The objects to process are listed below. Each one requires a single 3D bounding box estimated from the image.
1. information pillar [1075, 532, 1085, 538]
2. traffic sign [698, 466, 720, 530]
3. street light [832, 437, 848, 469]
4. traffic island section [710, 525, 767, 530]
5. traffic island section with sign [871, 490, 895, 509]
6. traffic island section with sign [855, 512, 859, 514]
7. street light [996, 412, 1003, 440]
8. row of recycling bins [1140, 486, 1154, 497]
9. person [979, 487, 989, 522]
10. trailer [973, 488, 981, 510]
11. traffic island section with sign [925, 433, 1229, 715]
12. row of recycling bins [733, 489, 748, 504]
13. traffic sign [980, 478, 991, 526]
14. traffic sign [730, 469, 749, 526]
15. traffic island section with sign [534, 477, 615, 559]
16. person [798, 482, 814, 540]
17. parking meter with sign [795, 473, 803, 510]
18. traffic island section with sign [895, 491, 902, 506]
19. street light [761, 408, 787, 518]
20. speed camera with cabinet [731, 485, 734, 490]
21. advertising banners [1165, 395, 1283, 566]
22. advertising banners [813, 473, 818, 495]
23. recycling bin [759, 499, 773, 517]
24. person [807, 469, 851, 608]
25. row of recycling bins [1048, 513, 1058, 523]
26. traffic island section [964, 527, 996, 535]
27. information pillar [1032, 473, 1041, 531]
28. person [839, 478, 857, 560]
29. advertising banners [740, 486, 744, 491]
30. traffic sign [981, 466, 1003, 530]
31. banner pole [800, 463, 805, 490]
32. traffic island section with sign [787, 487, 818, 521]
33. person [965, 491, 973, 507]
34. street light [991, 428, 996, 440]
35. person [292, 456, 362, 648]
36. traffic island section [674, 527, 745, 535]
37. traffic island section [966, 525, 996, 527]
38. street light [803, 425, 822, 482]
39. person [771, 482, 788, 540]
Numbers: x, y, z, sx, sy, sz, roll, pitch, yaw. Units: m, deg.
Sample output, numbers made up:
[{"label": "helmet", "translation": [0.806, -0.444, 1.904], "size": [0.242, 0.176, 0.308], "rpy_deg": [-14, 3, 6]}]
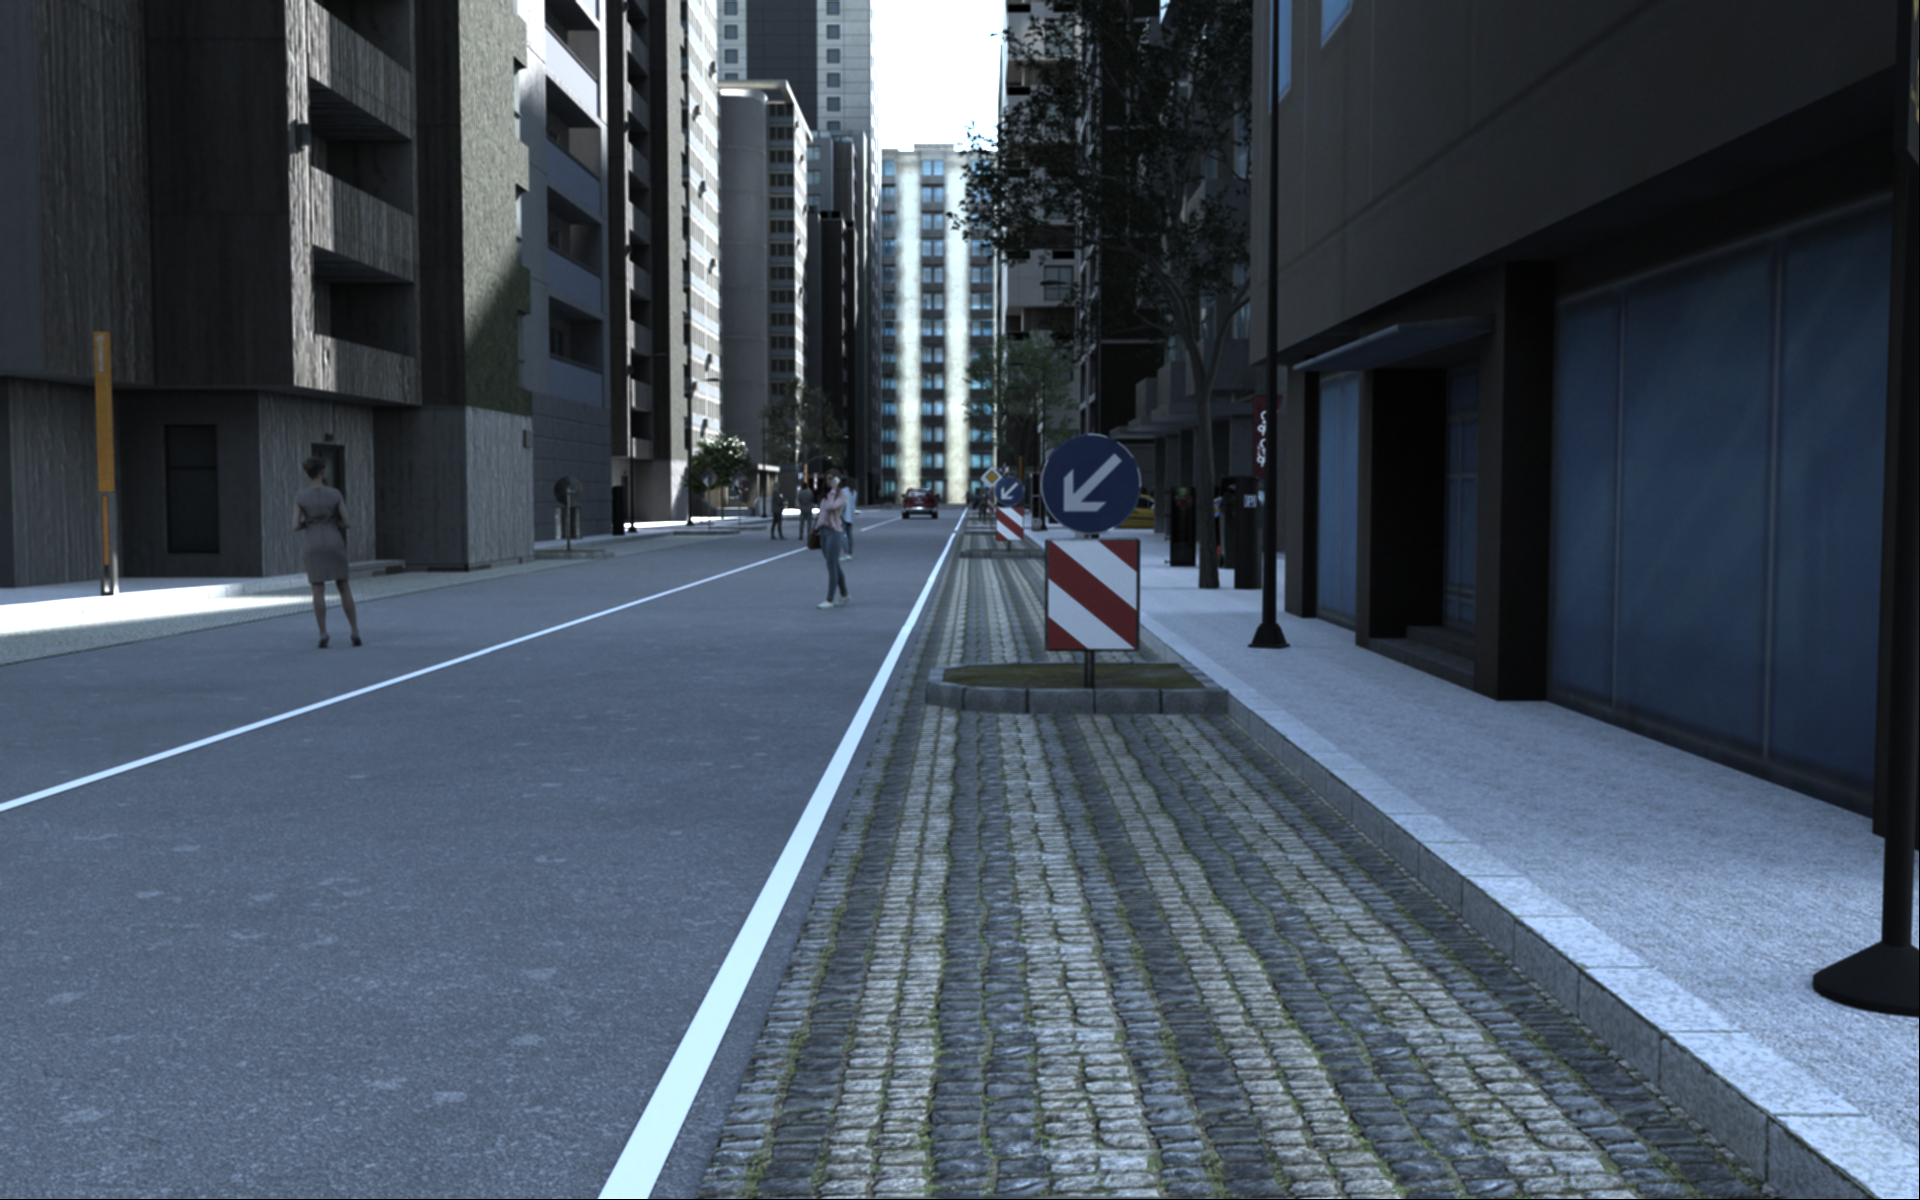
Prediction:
[{"label": "information pillar", "translation": [3.127, -2.403, 43.776], "size": [0.304, 2.012, 0.304], "rpy_deg": [3, 5, 44]}, {"label": "traffic sign", "translation": [-8.912, -3.539, 61.499], "size": [0.795, 2.450, 0.064], "rpy_deg": [0, 4, 0]}, {"label": "street light", "translation": [-9.731, -10.241, 139.987], "size": [1.470, 5.913, 1.316], "rpy_deg": [0, 4, 0]}, {"label": "traffic island section", "translation": [-8.872, -2.891, 69.546], "size": [2.009, 0.180, 2.903], "rpy_deg": [0, 4, 0]}, {"label": "traffic island section with sign", "translation": [-7.732, -9.953, 171.362], "size": [1.989, 1.847, 2.006], "rpy_deg": [0, 4, 0]}, {"label": "traffic island section with sign", "translation": [-8.134, -6.914, 121.667], "size": [1.989, 1.847, 2.006], "rpy_deg": [0, 4, 0]}, {"label": "street light", "translation": [2.935, -7.667, 97.904], "size": [1.470, 5.913, 1.316], "rpy_deg": [0, 4, 0]}, {"label": "row of recycling bins", "translation": [8.057, -4.578, 81.963], "size": [3.534, 1.692, 1.069], "rpy_deg": [0, 4, -4]}, {"label": "person", "translation": [1.227, -4.892, 88.660], "size": [0.537, 1.800, 0.526], "rpy_deg": [0, 4, 8]}, {"label": "trailer", "translation": [1.946, -9.340, 159.753], "size": [1.471, 1.999, 3.904], "rpy_deg": [0, 4, 2]}, {"label": "traffic island section with sign", "translation": [0.761, -0.215, 12.151], "size": [1.989, 1.847, 2.006], "rpy_deg": [0, 4, 0]}, {"label": "row of recycling bins", "translation": [-16.571, -7.627, 131.813], "size": [3.534, 1.692, 1.069], "rpy_deg": [0, 4, 7]}, {"label": "traffic sign", "translation": [1.195, -4.021, 69.383], "size": [0.795, 2.450, 0.064], "rpy_deg": [0, 4, 0]}, {"label": "traffic sign", "translation": [-8.848, -4.027, 69.484], "size": [0.795, 2.450, 0.064], "rpy_deg": [0, 4, 0]}, {"label": "traffic island section with sign", "translation": [-8.795, -1.834, 38.606], "size": [1.989, 1.847, 2.006], "rpy_deg": [0, 4, 0]}, {"label": "person", "translation": [-4.856, -2.808, 54.594], "size": [0.511, 1.800, 0.466], "rpy_deg": [-1, 4, -10]}, {"label": "parking meter with sign", "translation": [-13.054, -8.855, 141.046], "size": [0.543, 3.016, 1.738], "rpy_deg": [0, 4, 5]}, {"label": "traffic island section with sign", "translation": [-7.501, -11.662, 199.304], "size": [1.989, 1.847, 2.006], "rpy_deg": [0, 4, 0]}, {"label": "street light", "translation": [-10.032, -7.393, 93.411], "size": [1.470, 5.913, 1.316], "rpy_deg": [0, 4, 0]}, {"label": "speed camera with cabinet", "translation": [-16.767, -8.557, 134.238], "size": [2.038, 3.252, 0.660], "rpy_deg": [0, 4, 5]}, {"label": "advertising banners", "translation": [4.675, -2.109, 30.671], "size": [2.074, 3.025, 0.090], "rpy_deg": [0, 4, -3]}, {"label": "advertising banners", "translation": [-12.457, -8.951, 142.540], "size": [2.074, 3.025, 0.090], "rpy_deg": [2, 4, 34]}, {"label": "recycling bin", "translation": [-10.848, -5.199, 97.553], "size": [0.722, 1.027, 0.722], "rpy_deg": [1, 4, 21]}, {"label": "person", "translation": [-1.587, -0.784, 21.904], "size": [0.643, 1.750, 0.593], "rpy_deg": [-2, 4, -35]}, {"label": "row of recycling bins", "translation": [5.651, -4.217, 76.069], "size": [3.534, 1.692, 1.069], "rpy_deg": [0, 4, -1]}, {"label": "traffic island section", "translation": [1.155, -2.397, 61.475], "size": [2.009, 0.180, 2.903], "rpy_deg": [0, 4, 0]}, {"label": "information pillar", "translation": [2.644, -3.391, 59.942], "size": [0.304, 2.012, 0.304], "rpy_deg": [0, 4, 8]}, {"label": "person", "translation": [-2.452, -1.764, 37.613], "size": [0.793, 1.790, 0.793], "rpy_deg": [0, 4, 1]}, {"label": "advertising banners", "translation": [-16.161, -8.383, 133.250], "size": [2.074, 3.025, 0.090], "rpy_deg": [-2, 4, -32]}, {"label": "traffic sign", "translation": [1.131, -3.532, 61.398], "size": [0.795, 2.450, 0.064], "rpy_deg": [0, 4, 0]}, {"label": "banner pole", "translation": [-12.619, -9.152, 139.645], "size": [0.863, 3.779, 0.401], "rpy_deg": [0, 4, 3]}, {"label": "traffic island section with sign", "translation": [-8.346, -5.230, 94.146], "size": [1.989, 1.847, 2.006], "rpy_deg": [0, 4, 0]}, {"label": "person", "translation": [0.919, -11.037, 189.734], "size": [0.721, 1.735, 1.217], "rpy_deg": [-3, 5, -44]}, {"label": "street light", "translation": [3.082, -9.092, 121.192], "size": [1.470, 5.913, 1.316], "rpy_deg": [0, 4, 0]}, {"label": "person", "translation": [-5.910, -0.448, 16.162], "size": [0.599, 1.781, 0.374], "rpy_deg": [-1, 4, -23]}, {"label": "traffic island section", "translation": [-8.936, -2.402, 61.561], "size": [2.009, 0.180, 2.903], "rpy_deg": [0, 4, 0]}, {"label": "traffic island section", "translation": [1.219, -2.886, 69.460], "size": [2.009, 0.180, 2.903], "rpy_deg": [0, 4, 0]}, {"label": "street light", "translation": [-9.997, -8.817, 116.700], "size": [1.470, 5.913, 1.316], "rpy_deg": [0, 4, 0]}, {"label": "person", "translation": [-5.710, -2.806, 54.564], "size": [0.526, 1.800, 0.537], "rpy_deg": [-1, 4, -10]}]
